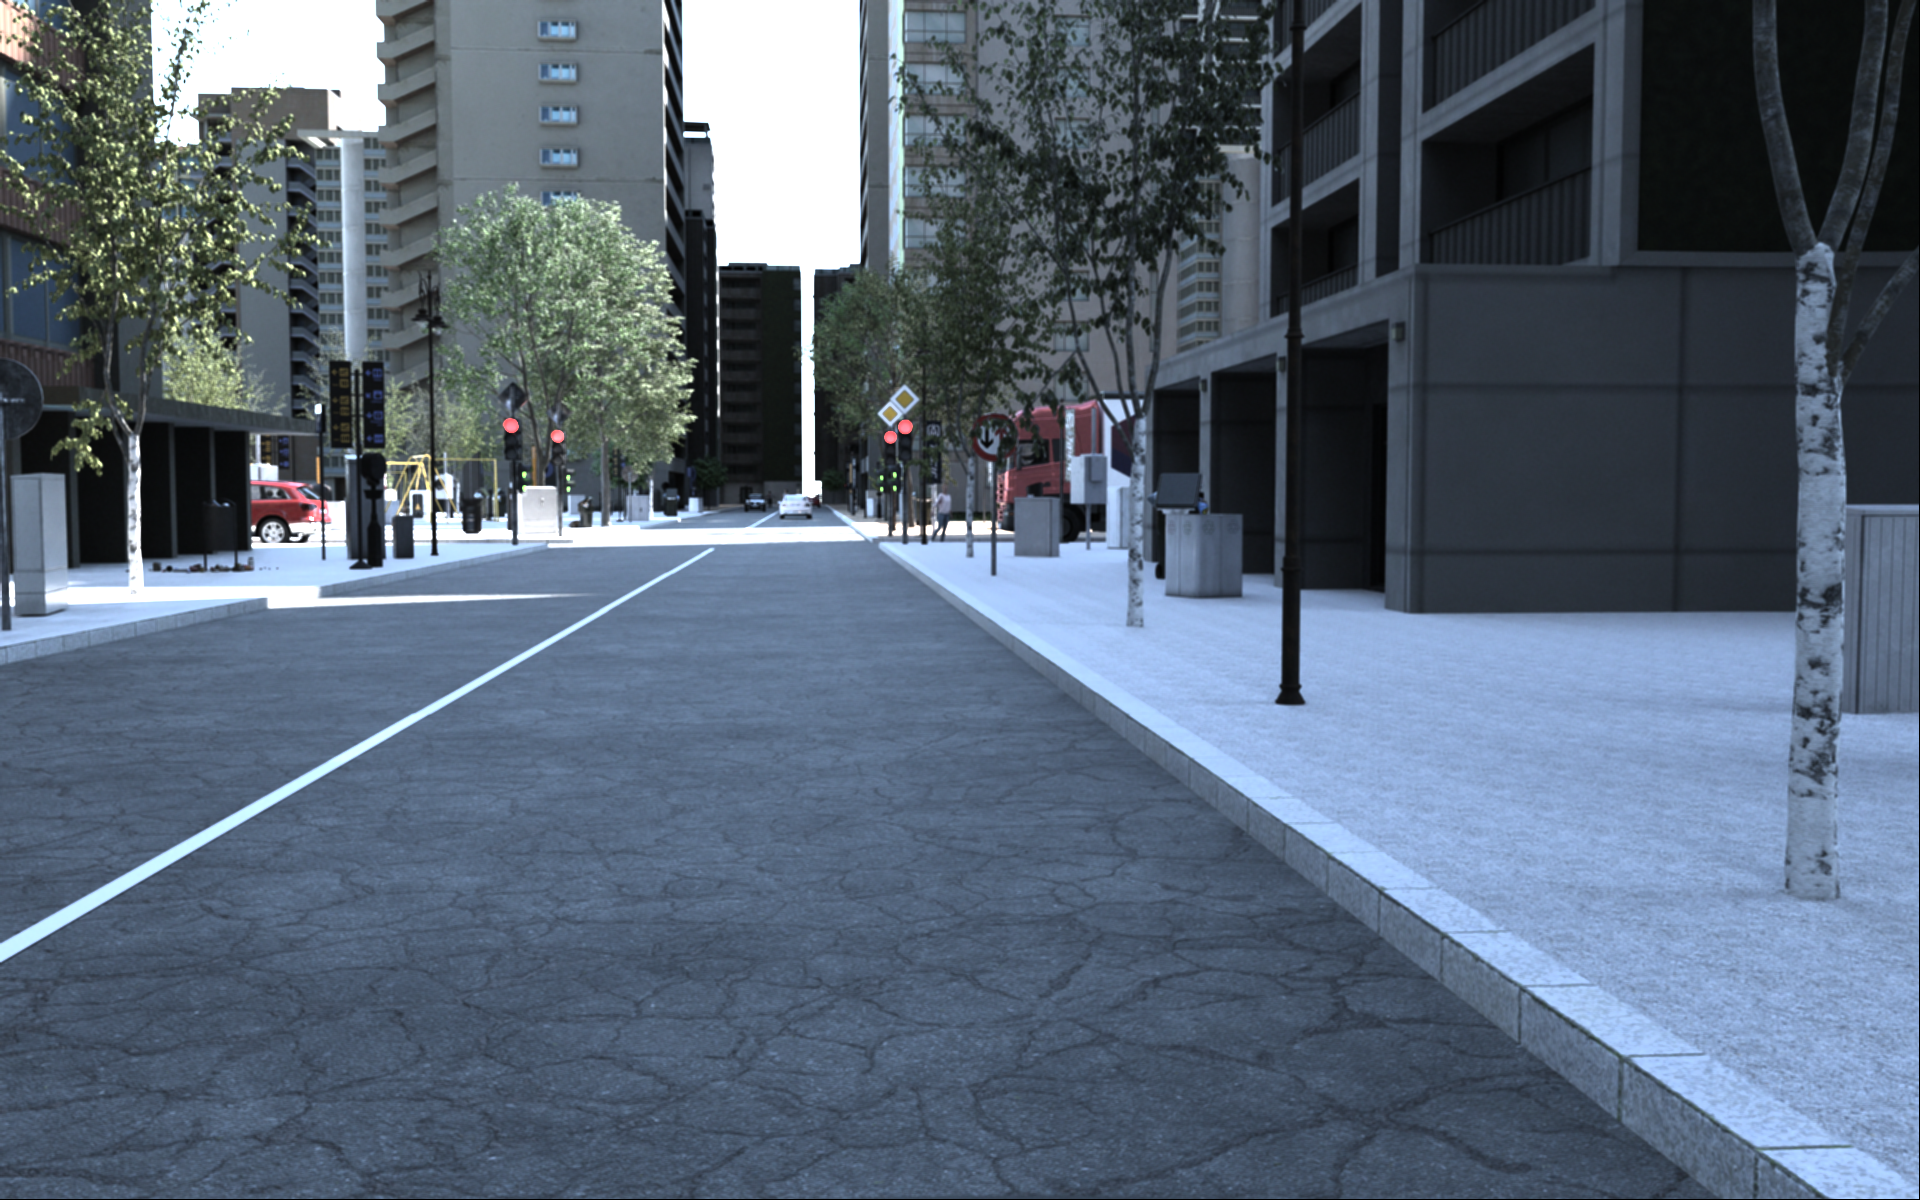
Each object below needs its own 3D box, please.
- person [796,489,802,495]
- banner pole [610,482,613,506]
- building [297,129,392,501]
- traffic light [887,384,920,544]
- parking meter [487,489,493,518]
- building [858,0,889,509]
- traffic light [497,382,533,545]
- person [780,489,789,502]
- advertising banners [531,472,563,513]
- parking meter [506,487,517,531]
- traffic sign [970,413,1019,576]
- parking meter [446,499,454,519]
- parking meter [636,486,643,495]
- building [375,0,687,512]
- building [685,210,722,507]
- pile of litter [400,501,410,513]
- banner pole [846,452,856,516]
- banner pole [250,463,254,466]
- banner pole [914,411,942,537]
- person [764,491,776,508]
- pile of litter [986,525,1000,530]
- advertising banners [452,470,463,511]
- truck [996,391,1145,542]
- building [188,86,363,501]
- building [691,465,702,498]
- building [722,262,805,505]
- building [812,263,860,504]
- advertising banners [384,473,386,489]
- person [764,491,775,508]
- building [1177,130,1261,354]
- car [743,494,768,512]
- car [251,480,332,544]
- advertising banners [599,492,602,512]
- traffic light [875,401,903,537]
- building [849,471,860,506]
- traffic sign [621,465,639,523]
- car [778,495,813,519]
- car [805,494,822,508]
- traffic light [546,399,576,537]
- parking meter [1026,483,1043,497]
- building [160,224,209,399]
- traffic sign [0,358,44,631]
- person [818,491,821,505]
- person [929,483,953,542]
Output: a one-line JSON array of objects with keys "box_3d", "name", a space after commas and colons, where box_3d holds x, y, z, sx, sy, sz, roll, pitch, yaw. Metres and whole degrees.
[{"box_3d": [-10.365, -6.363, 113.210, 0.598, 1.740, 0.731, 3, 5, 43], "name": "person"}, {"box_3d": [-24.920, -8.183, 123.802, 0.401, 3.779, 0.863, 1, 4, 11], "name": "banner pole"}, {"box_3d": [-52.398, -29.923, 181.122, 23.993, 40.220, 32.217, 0, 4, -5], "name": "building"}, {"box_3d": [-1.428, -3.382, 44.220, 0.839, 4.253, 0.868, 0, 4, -5], "name": "traffic light"}, {"box_3d": [-25.610, -5.248, 94.223, 0.372, 1.533, 0.369, 0, 3, 0], "name": "parking meter"}, {"box_3d": [2.898, -31.499, 138.713, 21.300, 48.544, 21.600, 0, 4, -5], "name": "building"}, {"box_3d": [-11.152, -3.330, 43.361, 0.839, 4.253, 0.868, 0, 4, -5], "name": "traffic light"}, {"box_3d": [-12.251, -6.834, 120.586, 0.716, 1.782, 0.532, 2, 4, 32], "name": "person"}, {"box_3d": [-24.702, -6.557, 103.394, 2.074, 3.025, 0.090, 1, 4, 13], "name": "advertising banners"}, {"box_3d": [-15.616, -3.180, 60.411, 0.372, 1.533, 0.369, 0, 3, 0], "name": "parking meter"}, {"box_3d": [0.533, -1.659, 27.237, 0.768, 2.556, 0.104, 0, 4, -3], "name": "traffic sign"}, {"box_3d": [-26.481, -4.983, 89.880, 0.372, 1.533, 0.369, 0, 3, 0], "name": "parking meter"}, {"box_3d": [-19.414, -6.066, 104.886, 0.255, 1.863, 0.399, -3, 5, -39], "name": "parking meter"}, {"box_3d": [-32.944, -31.278, 135.096, 21.300, 48.544, 21.600, 0, 4, -5], "name": "building"}, {"box_3d": [-31.784, -24.623, 174.286, 14.160, 30.474, 14.107, 0, 4, -5], "name": "building"}, {"box_3d": [-36.905, -6.234, 115.887, 1.719, 0.858, 1.176, 1, 4, 22], "name": "pile of litter"}, {"box_3d": [-6.347, -6.929, 103.298, 0.401, 3.779, 0.863, -1, 4, -20], "name": "banner pole"}, {"box_3d": [-50.631, -8.158, 123.403, 0.863, 3.779, 0.401, 0, 4, 3], "name": "banner pole"}, {"box_3d": [-0.946, -3.781, 51.833, 0.863, 3.779, 0.401, 0, 4, -6], "name": "banner pole"}, {"box_3d": [-20.205, -10.697, 184.127, 1.217, 1.736, 0.721, -1, 4, -17], "name": "person"}, {"box_3d": [1.645, -2.916, 61.644, 1.176, 0.858, 1.719, -2, 4, -30], "name": "pile of litter"}, {"box_3d": [-35.717, -7.778, 123.364, 0.090, 3.025, 2.074, 1, 4, 9], "name": "advertising banners"}, {"box_3d": [6.035, -3.651, 48.615, 11.283, 4.237, 2.839, 0, 4, -5], "name": "truck"}, {"box_3d": [-73.273, -32.867, 187.491, 14.200, 45.320, 14.600, 0, 4, -5], "name": "building"}, {"box_3d": [-34.009, -43.866, 155.458, 20.563, 71.187, 20.611, 0, 4, -5], "name": "building"}, {"box_3d": [-26.753, -27.321, 218.395, 14.107, 30.474, 14.160, 0, 4, -5], "name": "building"}, {"box_3d": [-11.681, -27.395, 219.613, 14.107, 30.474, 14.160, 0, 4, -5], "name": "building"}, {"box_3d": [-33.349, -6.338, 99.821, 0.090, 3.025, 2.074, 0, 4, -1], "name": "advertising banners"}, {"box_3d": [-20.086, -10.606, 182.622, 1.217, 1.736, 0.721, -1, 4, -20], "name": "person"}, {"box_3d": [34.851, -30.365, 188.344, 23.993, 40.220, 32.217, 0, 4, -5], "name": "building"}, {"box_3d": [-16.732, -8.056, 141.500, 2.009, 1.686, 4.222, 0, 4, -6], "name": "car"}, {"box_3d": [-20.076, -2.379, 47.568, 5.304, 1.827, 2.281, 0, 4, -3], "name": "car"}, {"box_3d": [-24.939, -7.672, 121.619, 0.090, 3.025, 2.074, 1, 4, 9], "name": "advertising banners"}, {"box_3d": [-2.122, -3.869, 52.176, 0.839, 4.253, 0.868, 0, 4, -5], "name": "traffic light"}, {"box_3d": [-1.824, -45.980, 190.031, 20.563, 71.187, 20.611, 0, 4, -5], "name": "building"}, {"box_3d": [-14.522, -4.657, 76.255, 0.768, 2.556, 0.104, 0, 4, -1], "name": "traffic sign"}, {"box_3d": [-9.593, -5.424, 101.039, 2.083, 1.381, 4.827, 0, 4, -6], "name": "car"}, {"box_3d": [-15.562, -10.563, 181.750, 2.155, 1.783, 4.494, 0, 4, -3], "name": "car"}, {"box_3d": [-11.845, -3.816, 51.316, 0.839, 4.253, 0.868, 0, 4, -5], "name": "traffic light"}, {"box_3d": [1.634, -1.815, 38.091, 0.372, 1.533, 0.369, 0, 3, 0], "name": "parking meter"}, {"box_3d": [-87.430, -25.423, 187.367, 14.107, 30.474, 14.160, 0, 4, -5], "name": "building"}, {"box_3d": [-8.982, -0.987, 16.236, 0.768, 2.556, 0.104, 0, 4, -5], "name": "traffic sign"}, {"box_3d": [-16.213, -11.639, 199.461, 0.621, 1.740, 0.551, -1, 4, -17], "name": "person"}, {"box_3d": [-0.594, -2.327, 47.225, 0.598, 1.740, 0.731, 2, 4, 32], "name": "person"}]
